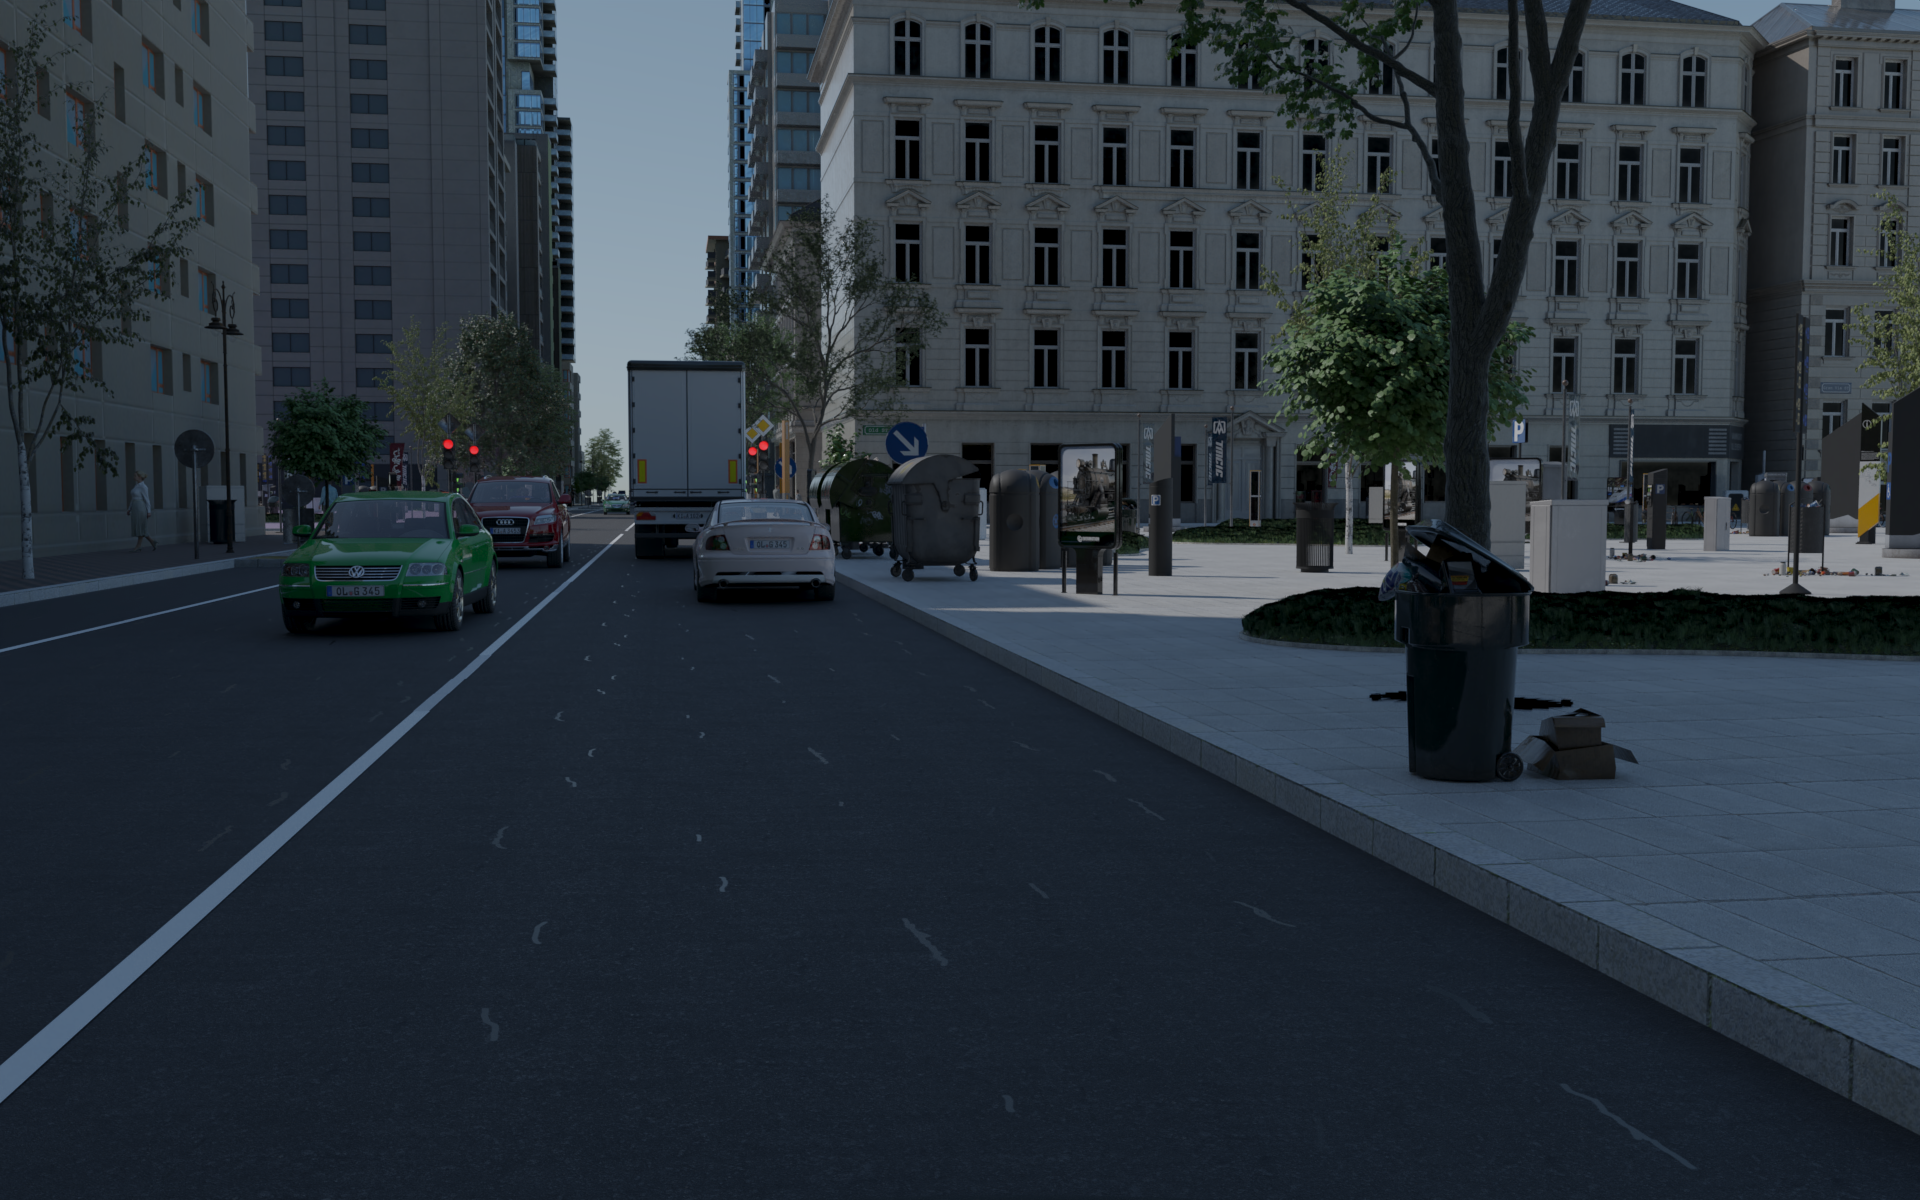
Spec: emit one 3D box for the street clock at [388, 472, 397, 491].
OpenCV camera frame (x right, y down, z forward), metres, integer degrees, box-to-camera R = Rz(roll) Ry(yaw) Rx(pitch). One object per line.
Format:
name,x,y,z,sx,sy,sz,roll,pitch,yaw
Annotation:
street clock,-18.934,-3.258,57.842,0.358,2.002,0.471,-2,4,-25

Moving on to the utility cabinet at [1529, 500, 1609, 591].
utility cabinet,6.801,-0.502,19.376,1.020,1.237,0.306,-2,4,-35

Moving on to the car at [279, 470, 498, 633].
car,-6.302,-0.649,19.400,1.959,1.807,4.718,0,4,-8

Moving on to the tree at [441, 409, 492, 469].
tree,-32.369,-10.106,115.591,4.360,8.622,3.978,0,3,0

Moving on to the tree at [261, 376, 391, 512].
tree,-17.624,-3.942,48.170,4.285,4.588,4.351,0,3,0

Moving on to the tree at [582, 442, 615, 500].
tree,-50.779,-17.855,242.288,4.737,8.622,4.395,0,3,0

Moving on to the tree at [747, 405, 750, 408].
tree,-16.160,-10.406,120.496,4.360,8.622,3.978,0,3,0

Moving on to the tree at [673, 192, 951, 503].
tree,-4.788,-7.336,54.361,8.767,10.594,7.601,-1,4,-16

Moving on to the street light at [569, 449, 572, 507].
street light,-37.994,-12.005,169.070,0.468,5.910,1.993,-1,4,-10

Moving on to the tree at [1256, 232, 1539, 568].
tree,5.506,-2.341,21.994,4.285,4.588,4.351,0,3,0

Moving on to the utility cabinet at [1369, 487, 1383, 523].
utility cabinet,13.786,-2.880,55.764,1.173,1.500,0.318,3,4,36

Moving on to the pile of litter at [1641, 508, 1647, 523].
pile of litter,21.975,-2.547,55.604,1.719,0.858,1.176,1,4,17

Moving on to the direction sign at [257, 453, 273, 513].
direction sign,-38.399,-6.366,96.086,0.876,3.537,0.379,2,4,33

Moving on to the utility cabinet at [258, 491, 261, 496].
utility cabinet,-51.235,-7.203,126.441,0.318,1.500,1.173,2,4,24

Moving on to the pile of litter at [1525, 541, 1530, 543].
pile of litter,14.332,-1.918,45.329,1.176,0.858,1.719,1,4,19

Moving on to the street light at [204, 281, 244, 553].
street light,-15.957,-3.969,37.686,0.468,5.910,1.993,-1,4,-10

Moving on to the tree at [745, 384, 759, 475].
tree,-20.602,-14.155,149.558,7.486,12.596,7.792,0,3,0

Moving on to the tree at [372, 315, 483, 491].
tree,-22.200,-7.457,72.292,4.737,8.622,4.395,0,3,0

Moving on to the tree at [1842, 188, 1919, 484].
tree,22.274,-5.465,39.721,4.737,8.622,4.395,0,3,0

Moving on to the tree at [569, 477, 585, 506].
tree,-41.709,-11.854,188.420,1.663,3.219,1.824,0,3,0

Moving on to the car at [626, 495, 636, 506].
car,-34.796,-10.446,183.368,1.945,1.354,3.894,-1,4,-9

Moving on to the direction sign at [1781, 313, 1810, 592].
direction sign,10.721,-1.843,22.126,0.379,3.537,0.876,2,4,34

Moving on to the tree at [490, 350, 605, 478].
tree,-33.518,-13.303,135.633,7.486,12.596,7.792,0,3,0

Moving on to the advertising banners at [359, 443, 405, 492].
advertising banners,-19.935,-3.843,59.028,2.074,3.025,0.090,0,4,-1

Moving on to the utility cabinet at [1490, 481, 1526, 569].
utility cabinet,8.893,-1.251,29.132,1.173,1.500,0.318,-1,4,-13

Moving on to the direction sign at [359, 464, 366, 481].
direction sign,-34.752,-6.606,99.997,0.876,3.537,0.379,0,4,-2

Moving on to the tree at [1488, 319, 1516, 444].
tree,18.538,-6.902,63.204,4.360,8.622,3.978,0,3,0

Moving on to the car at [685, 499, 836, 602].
car,-2.826,-0.743,24.509,2.083,1.381,4.827,-1,4,-10

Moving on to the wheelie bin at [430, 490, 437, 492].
wheelie bin,-37.957,-7.152,124.847,0.980,1.594,0.693,1,4,23

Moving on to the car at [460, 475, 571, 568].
car,-9.017,-1.618,35.124,2.281,1.827,5.304,-1,4,-10

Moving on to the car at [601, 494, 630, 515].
car,-24.019,-6.688,121.141,2.131,1.459,4.920,-1,4,-11

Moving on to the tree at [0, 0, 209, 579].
tree,-13.910,-4.626,25.995,4.360,8.622,3.978,0,3,0

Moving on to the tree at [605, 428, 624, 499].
tree,-61.255,-23.206,297.551,7.486,12.596,7.792,0,3,0

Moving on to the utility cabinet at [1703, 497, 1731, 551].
utility cabinet,17.125,-1.712,39.152,0.306,1.237,1.020,3,5,39

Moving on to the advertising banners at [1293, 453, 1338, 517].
advertising banners,15.373,-4.804,74.734,2.074,3.025,0.090,2,4,34

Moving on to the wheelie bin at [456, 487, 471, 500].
wheelie bin,-22.890,-4.397,79.801,0.693,1.594,0.980,1,4,23

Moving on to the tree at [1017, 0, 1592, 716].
tree,3.261,-5.173,10.338,9.928,11.665,9.643,0,3,0

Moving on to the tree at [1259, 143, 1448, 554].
tree,8.284,-5.267,36.472,4.737,8.622,4.395,0,3,0

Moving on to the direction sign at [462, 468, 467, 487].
direction sign,-36.023,-8.190,125.905,0.379,3.537,0.876,-3,4,-37

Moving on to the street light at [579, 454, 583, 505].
street light,-42.649,-13.599,195.126,0.468,5.910,1.993,-1,4,-10

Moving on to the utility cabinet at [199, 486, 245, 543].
utility cabinet,-19.413,-2.256,45.565,0.318,1.500,1.173,2,4,28

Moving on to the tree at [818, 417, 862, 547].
tree,-3.022,-2.938,42.636,1.663,3.219,1.824,0,3,0

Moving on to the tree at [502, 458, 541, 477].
tree,-32.092,-8.694,125.867,4.285,4.588,4.351,0,3,0

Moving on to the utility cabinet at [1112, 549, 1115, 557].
utility cabinet,2.521,-1.567,34.295,1.173,1.500,0.318,-2,4,-33

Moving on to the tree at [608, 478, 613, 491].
tree,-54.801,-17.189,264.750,4.285,4.588,4.351,0,3,0

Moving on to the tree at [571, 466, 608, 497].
tree,-43.675,-13.364,202.218,4.285,4.588,4.351,0,3,0

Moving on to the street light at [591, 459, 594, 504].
street light,-47.668,-15.426,225.002,0.468,5.910,1.993,-1,4,-10

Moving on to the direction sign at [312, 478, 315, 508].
direction sign,-39.193,-6.901,104.834,0.876,3.537,0.379,-3,4,-36

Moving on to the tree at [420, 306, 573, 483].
tree,-28.396,-11.570,106.180,9.611,12.733,9.660,0,3,0

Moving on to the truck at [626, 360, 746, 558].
truck,-6.633,-3.243,41.932,2.839,4.237,11.283,-1,4,-9

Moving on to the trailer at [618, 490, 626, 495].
trailer,-51.723,-15.774,264.958,1.471,1.999,3.904,-1,4,-9
